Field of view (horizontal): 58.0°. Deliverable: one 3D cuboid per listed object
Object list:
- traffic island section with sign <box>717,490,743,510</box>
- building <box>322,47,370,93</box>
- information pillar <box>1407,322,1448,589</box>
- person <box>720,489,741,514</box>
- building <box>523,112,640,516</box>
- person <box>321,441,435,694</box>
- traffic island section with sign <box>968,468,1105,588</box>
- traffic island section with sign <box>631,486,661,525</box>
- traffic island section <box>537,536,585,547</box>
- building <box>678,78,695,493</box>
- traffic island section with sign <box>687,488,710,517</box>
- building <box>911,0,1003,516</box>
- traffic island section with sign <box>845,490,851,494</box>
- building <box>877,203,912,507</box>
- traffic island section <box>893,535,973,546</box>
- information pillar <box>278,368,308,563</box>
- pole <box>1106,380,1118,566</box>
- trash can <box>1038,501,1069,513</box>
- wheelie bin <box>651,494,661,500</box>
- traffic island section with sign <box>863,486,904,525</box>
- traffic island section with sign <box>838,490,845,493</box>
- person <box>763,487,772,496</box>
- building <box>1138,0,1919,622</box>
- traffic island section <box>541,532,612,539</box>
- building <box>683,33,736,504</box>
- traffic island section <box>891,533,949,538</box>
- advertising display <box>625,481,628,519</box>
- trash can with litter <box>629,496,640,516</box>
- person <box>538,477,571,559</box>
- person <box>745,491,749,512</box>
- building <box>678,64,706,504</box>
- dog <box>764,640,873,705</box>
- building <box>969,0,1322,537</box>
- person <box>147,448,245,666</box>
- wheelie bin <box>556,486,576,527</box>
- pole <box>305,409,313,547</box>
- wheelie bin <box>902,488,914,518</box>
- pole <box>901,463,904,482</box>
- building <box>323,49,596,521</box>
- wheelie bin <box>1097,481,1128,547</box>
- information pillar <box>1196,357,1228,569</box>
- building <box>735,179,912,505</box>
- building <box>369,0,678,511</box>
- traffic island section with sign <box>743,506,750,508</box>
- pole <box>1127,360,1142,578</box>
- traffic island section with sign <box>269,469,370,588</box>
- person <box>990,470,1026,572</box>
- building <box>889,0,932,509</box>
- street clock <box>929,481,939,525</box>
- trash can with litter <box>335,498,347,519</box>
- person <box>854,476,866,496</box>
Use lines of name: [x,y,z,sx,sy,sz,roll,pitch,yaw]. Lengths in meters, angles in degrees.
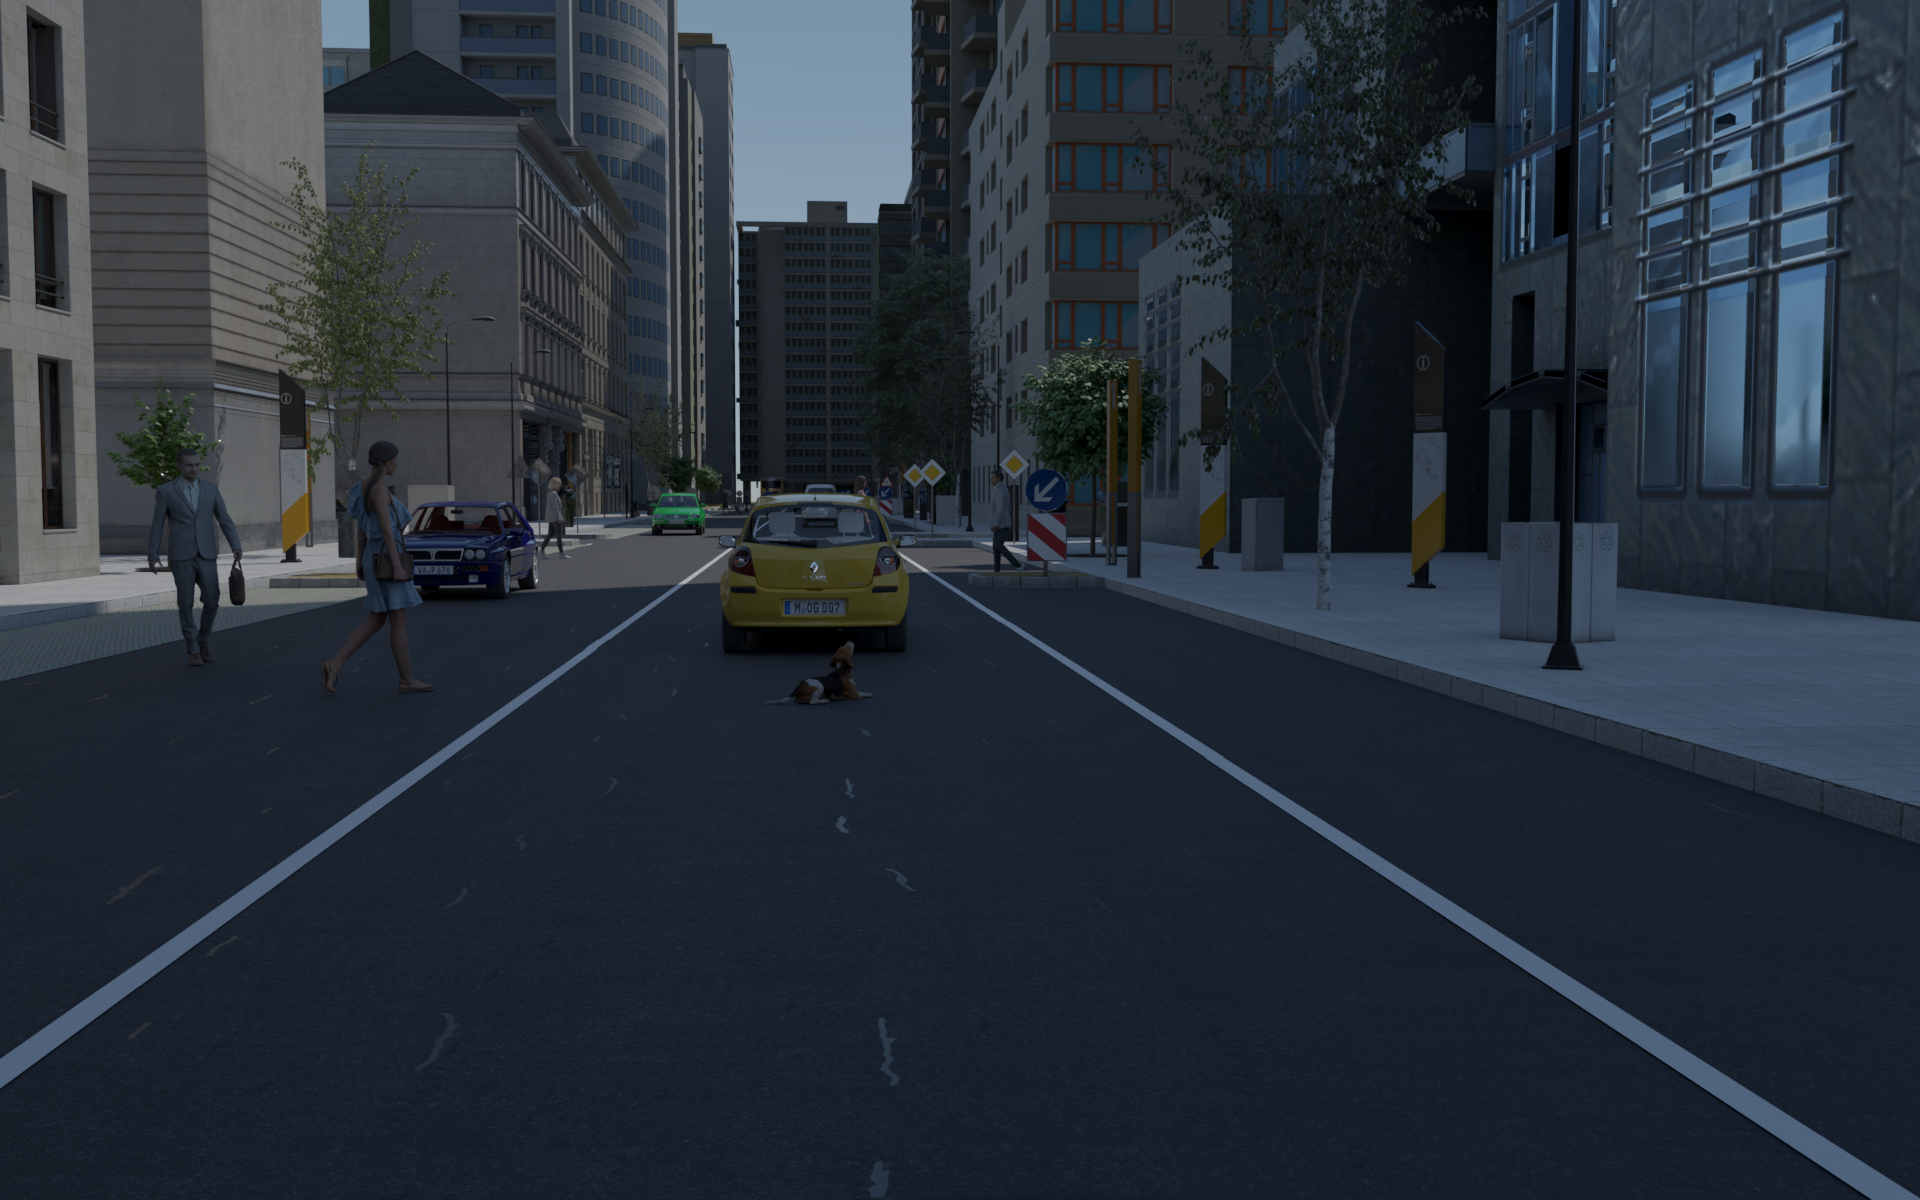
traffic island section with sign: [-21.063,-9.127,157.850,1.989,1.847,2.006,0,4,-5]
building: [-65.468,-34.843,189.295,30.456,49.044,23.786,0,4,-5]
information pillar: [6.360,-1.966,23.497,0.183,3.616,0.504,-3,5,-40]
person: [-16.837,-7.218,126.730,1.509,1.804,0.699,1,4,12]
building: [-30.116,-17.020,111.568,16.112,22.955,30.059,0,4,-5]
person: [-4.147,-0.230,12.354,0.778,1.811,0.616,-2,4,-29]
traffic island section with sign: [1.155,-1.148,27.400,1.989,1.847,2.006,0,4,-5]
traffic island section with sign: [-14.282,-4.425,80.972,1.989,1.847,2.006,0,4,-5]
traffic island section: [-11.711,-1.584,48.183,2.009,0.180,2.903,0,4,-5]
building: [-32.897,-29.426,164.703,14.154,41.232,14.086,0,4,-5]
traffic island section with sign: [-16.725,-6.116,108.621,1.989,1.847,2.006,0,4,-5]
building: [8.322,-27.777,108.774,22.147,44.769,28.867,0,4,-5]
traffic island section with sign: [-6.068,-6.156,109.276,1.989,1.847,2.006,0,4,-5]
building: [-1.356,-24.648,174.701,14.160,30.474,14.107,0,4,-5]
traffic island section: [-0.762,-1.643,49.141,2.009,0.180,2.903,0,4,-5]
information pillar: [-12.449,-2.506,32.331,0.504,3.616,0.183,0,4,5]
pole: [2.725,-2.275,31.042,0.158,3.312,0.155,0,3,0]
trash can: [2.034,-1.621,38.153,0.748,1.137,0.748,0,3,0]
wheelie bin: [-18.711,-6.048,106.789,0.693,1.594,0.980,0,4,6]
traffic island section with sign: [-3.681,-4.497,82.148,1.989,1.847,2.006,0,4,-5]
traffic island section with sign: [-12.914,-10.900,186.843,1.989,1.847,2.006,0,4,-5]
person: [-10.219,-5.122,92.425,0.721,1.800,0.419,-1,4,-16]
building: [17.384,-43.926,30.860,22.319,86.520,31.000,0,4,-5]
traffic island section: [-12.413,-2.071,56.137,2.009,0.180,2.903,0,4,-5]
building: [-43.433,-41.732,224.314,28.212,58.520,21.231,0,4,-5]
traffic island section: [-1.464,-2.129,57.095,2.009,0.180,2.903,0,4,-5]
advertising display: [-16.976,-5.074,88.168,0.123,1.923,0.974,-1,4,-11]
trash can with litter: [-18.659,-5.401,99.691,0.624,1.170,1.055,-2,4,-30]
person: [-8.995,-1.813,38.323,0.728,1.800,0.709,-1,4,-17]
person: [-16.844,-7.806,137.052,0.530,1.710,0.541,1,4,19]
building: [-39.602,-34.775,192.277,21.600,48.544,21.300,0,4,-5]
dog: [-0.981,0.500,12.025,0.748,0.427,0.550,0,4,-2]
building: [16.025,-13.769,70.161,28.899,21.520,27.650,0,4,-5]
person: [-6.395,-0.360,14.503,0.709,1.813,0.853,-3,5,-41]
wheelie bin: [-15.225,-3.607,66.883,0.693,1.594,0.980,1,4,23]
pole: [-15.684,-2.924,41.657,0.158,3.312,0.155,0,3,0]
wheelie bin: [-2.726,-5.158,92.235,0.693,1.594,0.980,0,4,8]
pole: [-3.759,-7.345,113.932,0.158,3.312,0.155,0,3,0]
building: [-23.845,-13.819,76.844,10.553,20.767,40.483,0,4,-5]
wheelie bin: [3.764,-2.110,42.404,0.980,1.594,0.693,-1,4,-13]
information pillar: [4.308,-2.333,29.503,0.504,3.616,0.183,3,4,39]
building: [-17.790,-33.056,232.347,23.993,40.220,32.217,0,4,-5]
building: [-34.774,-36.747,142.812,21.231,58.520,28.212,0,4,-5]
traffic island section with sign: [-23.438,-10.769,184.701,1.989,1.847,2.006,0,4,-5]
pole: [2.664,-1.992,26.419,0.158,3.312,0.155,0,3,0]
traffic island section with sign: [-9.534,-1.134,27.162,1.989,1.847,2.006,0,4,-5]
person: [0.760,-1.279,29.265,0.795,1.843,0.661,1,4,15]
building: [4.265,-43.868,155.491,20.563,71.187,20.611,0,4,-5]
street clock: [-1.099,-4.140,72.259,0.358,2.002,0.471,2,4,28]
trash can with litter: [-20.050,-2.759,56.503,0.624,1.170,1.055,1,4,20]
person: [-2.079,-1.749,37.106,0.388,1.821,0.555,-2,4,-30]
